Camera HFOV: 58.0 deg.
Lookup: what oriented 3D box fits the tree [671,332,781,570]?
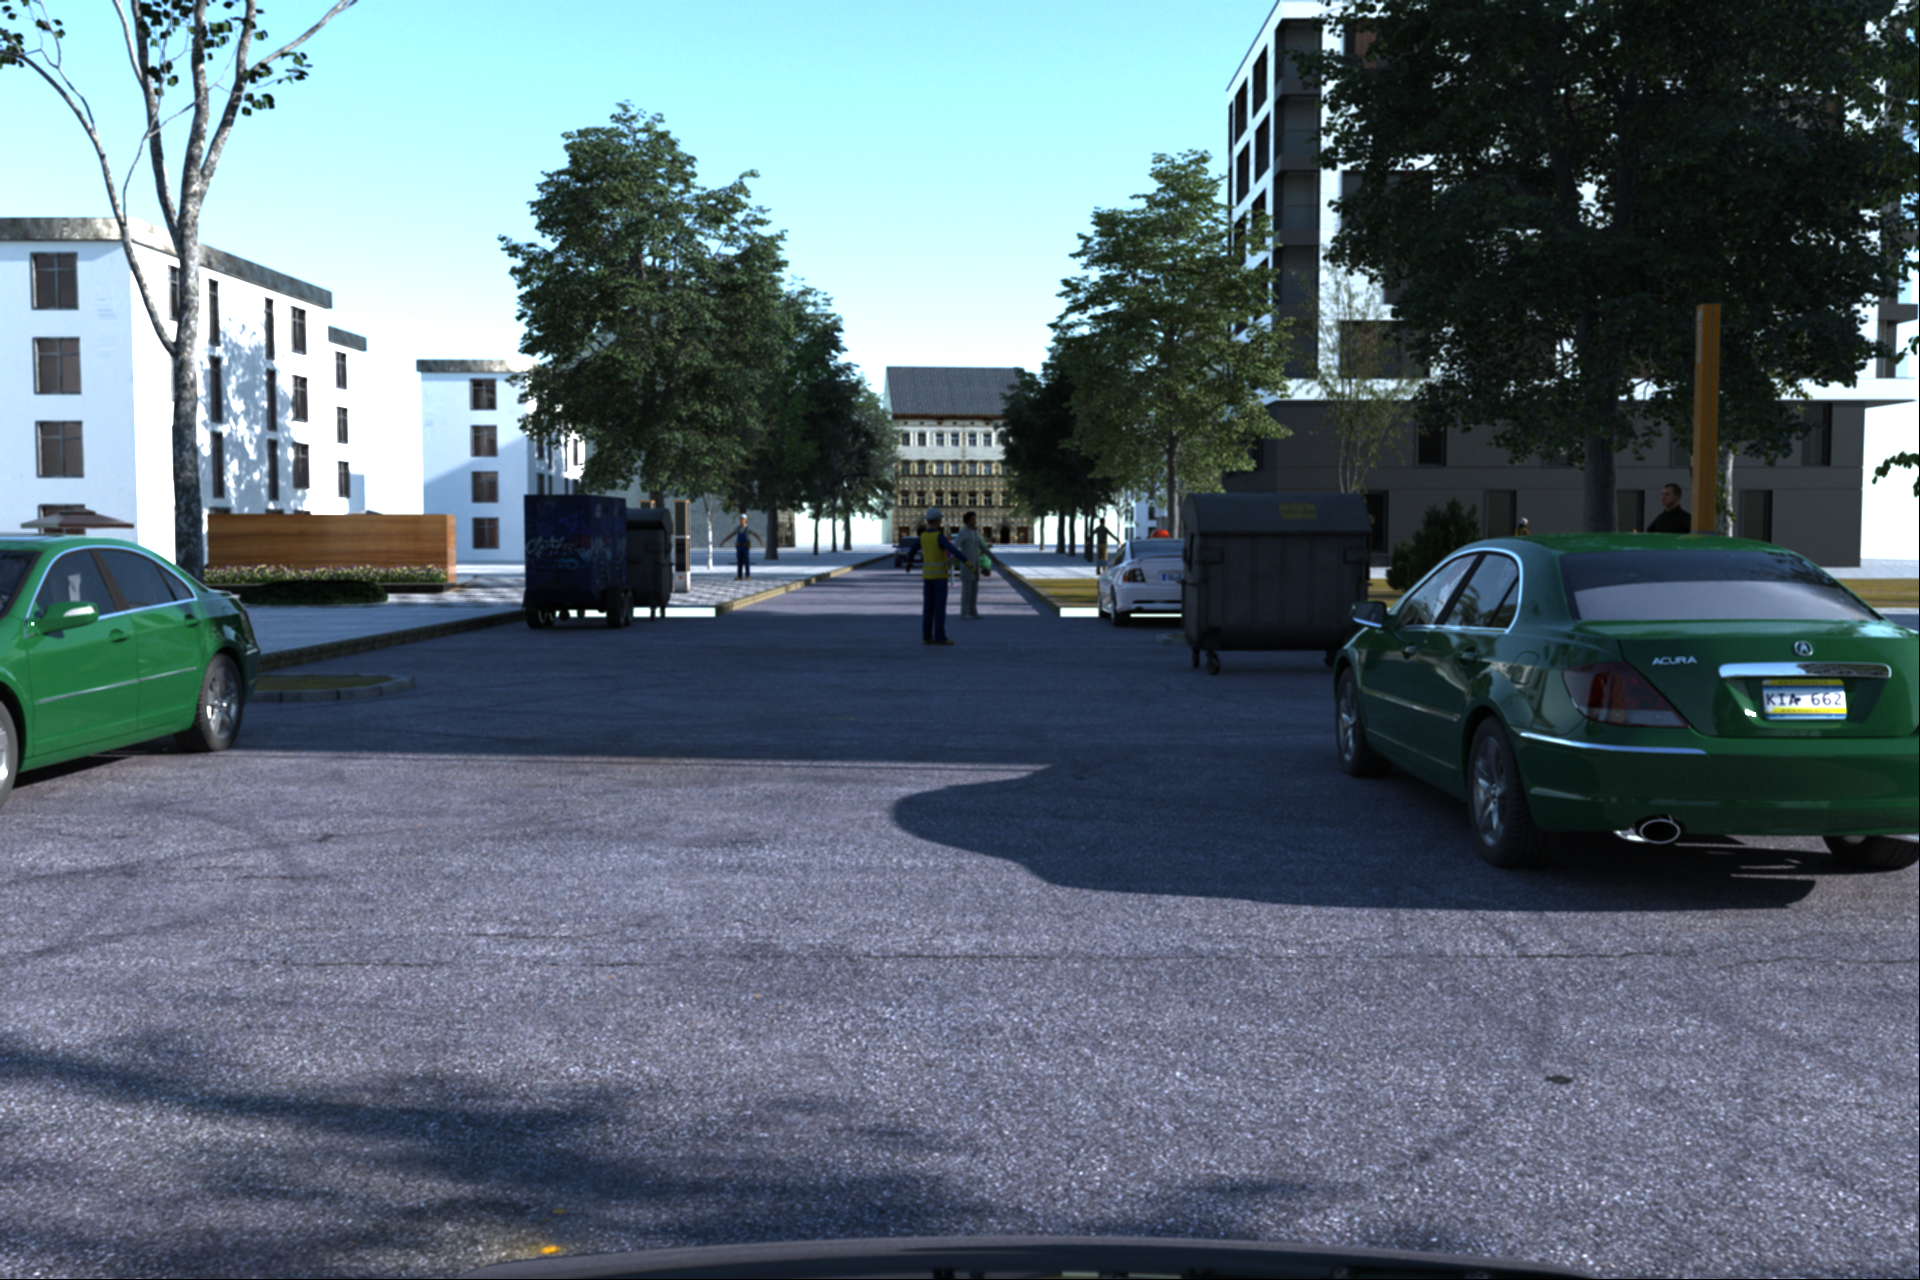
[{"bbox_3d":[-9.217,-6.865,62.602,4.360,8.622,3.978,0,3,0],"label":"tree"}]

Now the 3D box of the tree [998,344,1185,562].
[{"bbox_3d":[5.967,-8.814,78.523,8.767,10.594,7.601,-1,4,-9],"label":"tree"}]

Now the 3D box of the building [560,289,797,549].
[{"bbox_3d":[-25.561,-20.156,160.481,19.493,23.208,18.063,0,4,1],"label":"building"}]

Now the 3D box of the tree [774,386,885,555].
[{"bbox_3d":[-8.768,-10.394,104.353,8.767,10.594,7.601,0,4,-2],"label":"tree"}]

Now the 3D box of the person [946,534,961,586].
[{"bbox_3d":[-0.279,-2.203,47.750,0.991,1.433,0.599,1,4,15],"label":"person"}]

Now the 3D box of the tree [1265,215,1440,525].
[{"bbox_3d":[8.938,-5.541,40.955,4.360,8.622,3.978,0,3,0],"label":"tree"}]

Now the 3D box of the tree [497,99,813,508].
[{"bbox_3d":[-9.031,-8.863,51.557,9.857,13.997,8.962,0,3,0],"label":"tree"}]

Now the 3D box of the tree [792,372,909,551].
[{"bbox_3d":[-8.829,-13.905,134.007,9.857,13.997,8.962,0,3,0],"label":"tree"}]

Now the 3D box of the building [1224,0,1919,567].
[{"bbox_3d":[26.196,-14.572,82.232,27.936,21.610,32.646,0,4,0],"label":"building"}]

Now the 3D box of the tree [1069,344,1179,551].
[{"bbox_3d":[5.952,-7.148,67.236,4.360,8.622,3.978,0,3,0],"label":"tree"}]

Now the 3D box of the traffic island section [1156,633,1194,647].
[{"bbox_3d":[3.603,0.008,22.740,1.991,0.108,1.994,0,4,0],"label":"traffic island section"}]

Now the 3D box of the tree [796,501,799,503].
[{"bbox_3d":[-24.157,-18.087,221.470,9.928,11.665,9.643,0,3,0],"label":"tree"}]

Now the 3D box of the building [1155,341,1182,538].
[{"bbox_3d":[24.199,-19.090,168.545,16.016,20.090,11.380,0,4,0],"label":"building"}]

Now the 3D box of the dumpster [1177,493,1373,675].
[{"bbox_3d":[3.258,-0.604,18.086,1.865,1.857,1.264,0,4,-1],"label":"dumpster"}]

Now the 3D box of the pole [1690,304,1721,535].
[{"bbox_3d":[6.642,-1.323,15.468,0.158,3.312,0.155,0,3,0],"label":"pole"}]

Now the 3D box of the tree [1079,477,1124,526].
[{"bbox_3d":[18.708,-19.295,225.837,12.009,13.543,11.850,0,3,0],"label":"tree"}]

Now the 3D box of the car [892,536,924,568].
[{"bbox_3d":[-1.965,-3.845,75.445,1.945,1.354,3.894,0,4,-1],"label":"car"}]

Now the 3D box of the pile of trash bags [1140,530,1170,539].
[{"bbox_3d":[3.959,-1.443,33.349,1.912,1.369,3.447,0,4,0],"label":"pile of trash bags"}]

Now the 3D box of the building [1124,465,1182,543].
[{"bbox_3d":[23.538,-15.097,188.986,9.099,9.664,28.070,0,4,0],"label":"building"}]

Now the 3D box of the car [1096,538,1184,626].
[{"bbox_3d":[3.295,-0.974,28.288,2.083,1.381,4.827,0,4,0],"label":"car"}]

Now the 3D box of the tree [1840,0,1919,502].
[{"bbox_3d":[9.615,-3.934,14.681,4.737,8.622,4.395,0,3,0],"label":"tree"}]

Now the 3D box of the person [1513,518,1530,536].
[{"bbox_3d":[20.250,-3.456,62.271,0.705,1.858,1.354,-1,4,-16],"label":"person"}]

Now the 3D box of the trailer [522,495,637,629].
[{"bbox_3d":[-5.825,-1.149,25.837,1.471,1.999,3.904,0,4,0],"label":"trailer"}]

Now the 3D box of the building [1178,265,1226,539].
[{"bbox_3d":[24.412,-17.006,108.970,19.493,23.208,18.063,0,4,-1],"label":"building"}]

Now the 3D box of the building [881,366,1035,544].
[{"bbox_3d":[-0.619,-24.016,226.052,18.063,23.208,19.493,0,4,-7],"label":"building"}]

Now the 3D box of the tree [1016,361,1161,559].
[{"bbox_3d":[6.681,-9.441,88.777,8.767,10.594,7.601,2,4,27],"label":"tree"}]

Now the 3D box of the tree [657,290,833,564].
[{"bbox_3d":[-9.203,-9.018,73.199,9.928,11.665,9.643,0,3,0],"label":"tree"}]

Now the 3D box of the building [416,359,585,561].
[{"bbox_3d":[-25.517,-9.492,97.342,9.099,9.664,28.070,0,4,-1],"label":"building"}]

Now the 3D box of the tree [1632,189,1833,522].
[{"bbox_3d":[14.635,-5.086,33.515,4.737,8.622,4.395,0,3,0],"label":"tree"}]

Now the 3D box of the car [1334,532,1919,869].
[{"bbox_3d":[3.191,0.180,8.851,2.131,1.459,4.920,0,4,0],"label":"car"}]

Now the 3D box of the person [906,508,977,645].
[{"bbox_3d":[-0.270,-0.829,22.475,1.216,1.772,0.721,3,5,43],"label":"person"}]

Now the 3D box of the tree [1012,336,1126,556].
[{"bbox_3d":[6.612,-11.113,99.818,7.486,12.596,7.792,0,3,0],"label":"tree"}]

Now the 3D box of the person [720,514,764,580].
[{"bbox_3d":[-6.089,-2.612,48.564,1.347,1.847,0.705,1,4,17],"label":"person"}]

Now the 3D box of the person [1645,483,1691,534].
[{"bbox_3d":[7.306,-0.713,17.870,0.705,1.803,1.348,-1,4,-23],"label":"person"}]

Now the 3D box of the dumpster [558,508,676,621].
[{"bbox_3d":[-5.761,-1.266,28.923,1.865,1.857,1.264,0,4,0],"label":"dumpster"}]

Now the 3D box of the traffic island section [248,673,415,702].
[{"bbox_3d":[-6.103,0.436,15.746,1.991,0.108,1.994,0,4,0],"label":"traffic island section"}]

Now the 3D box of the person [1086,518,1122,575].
[{"bbox_3d":[4.478,-2.941,54.361,1.348,1.796,0.705,3,4,37],"label":"person"}]

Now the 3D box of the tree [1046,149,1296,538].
[{"bbox_3d":[6.271,-8.153,51.430,7.486,12.596,7.792,0,3,0],"label":"tree"}]

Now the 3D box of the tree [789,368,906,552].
[{"bbox_3d":[-8.994,-13.002,122.951,12.009,13.543,11.850,0,3,0],"label":"tree"}]

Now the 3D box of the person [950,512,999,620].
[{"bbox_3d":[0.193,-1.256,29.174,0.705,1.806,1.347,2,4,35],"label":"person"}]

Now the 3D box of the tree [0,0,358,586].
[{"bbox_3d":[-12.078,-10.483,27.279,12.611,20.169,13.585,0,3,0],"label":"tree"}]

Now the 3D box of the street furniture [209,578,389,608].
[{"bbox_3d":[-15.596,-0.905,30.421,10.072,0.657,5.734,0,4,1],"label":"street furniture"}]

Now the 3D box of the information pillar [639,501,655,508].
[{"bbox_3d":[-6.880,-2.055,38.088,0.304,2.012,0.304,0,4,0],"label":"information pillar"}]

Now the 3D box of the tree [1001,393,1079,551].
[{"bbox_3d":[6.722,-13.155,133.218,7.486,12.596,7.792,0,3,0],"label":"tree"}]

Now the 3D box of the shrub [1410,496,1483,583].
[{"bbox_3d":[10.080,-1.931,35.606,1.661,2.075,1.752,0,3,0],"label":"shrub"}]

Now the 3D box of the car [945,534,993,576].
[{"bbox_3d":[0.110,-2.958,60.163,2.131,1.459,4.920,0,4,-2],"label":"car"}]

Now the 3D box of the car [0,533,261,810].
[{"bbox_3d":[-5.770,0.105,10.085,2.131,1.459,4.920,0,4,0],"label":"car"}]

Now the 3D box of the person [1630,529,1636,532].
[{"bbox_3d":[21.916,-2.872,56.225,0.599,1.433,0.991,0,4,-4],"label":"person"}]

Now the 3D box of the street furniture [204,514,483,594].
[{"bbox_3d":[-15.699,-1.993,39.444,9.812,1.723,11.010,-1,4,-11],"label":"street furniture"}]

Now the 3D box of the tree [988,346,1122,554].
[{"bbox_3d":[6.669,-12.684,114.039,9.857,13.997,8.962,0,3,0],"label":"tree"}]

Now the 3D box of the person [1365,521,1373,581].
[{"bbox_3d":[11.091,-2.522,47.429,0.705,1.806,1.347,1,4,23],"label":"person"}]

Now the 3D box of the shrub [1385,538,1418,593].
[{"bbox_3d":[9.782,-1.638,37.904,1.383,1.207,1.383,0,3,0],"label":"shrub"}]

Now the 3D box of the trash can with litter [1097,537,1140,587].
[{"bbox_3d":[4.172,-1.843,41.188,1.678,1.210,2.233,0,4,-1],"label":"trash can with litter"}]

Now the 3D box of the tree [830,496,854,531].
[{"bbox_3d":[-14.661,-16.560,221.118,4.737,8.622,4.395,0,3,0],"label":"tree"}]

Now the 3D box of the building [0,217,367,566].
[{"bbox_3d":[-26.250,-7.215,60.107,9.099,9.664,28.070,0,4,1],"label":"building"}]

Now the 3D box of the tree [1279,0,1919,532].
[{"bbox_3d":[9.594,-7.259,25.343,9.857,13.997,8.962,0,3,0],"label":"tree"}]

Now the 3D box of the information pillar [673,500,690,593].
[{"bbox_3d":[-6.095,-2.045,37.929,0.304,2.012,0.304,0,4,2],"label":"information pillar"}]

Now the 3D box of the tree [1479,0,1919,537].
[{"bbox_3d":[19.855,-11.517,44.191,12.611,20.169,13.585,0,3,0],"label":"tree"}]

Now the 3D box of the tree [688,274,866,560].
[{"bbox_3d":[-9.500,-10.995,86.428,9.857,13.997,8.962,0,3,0],"label":"tree"}]
